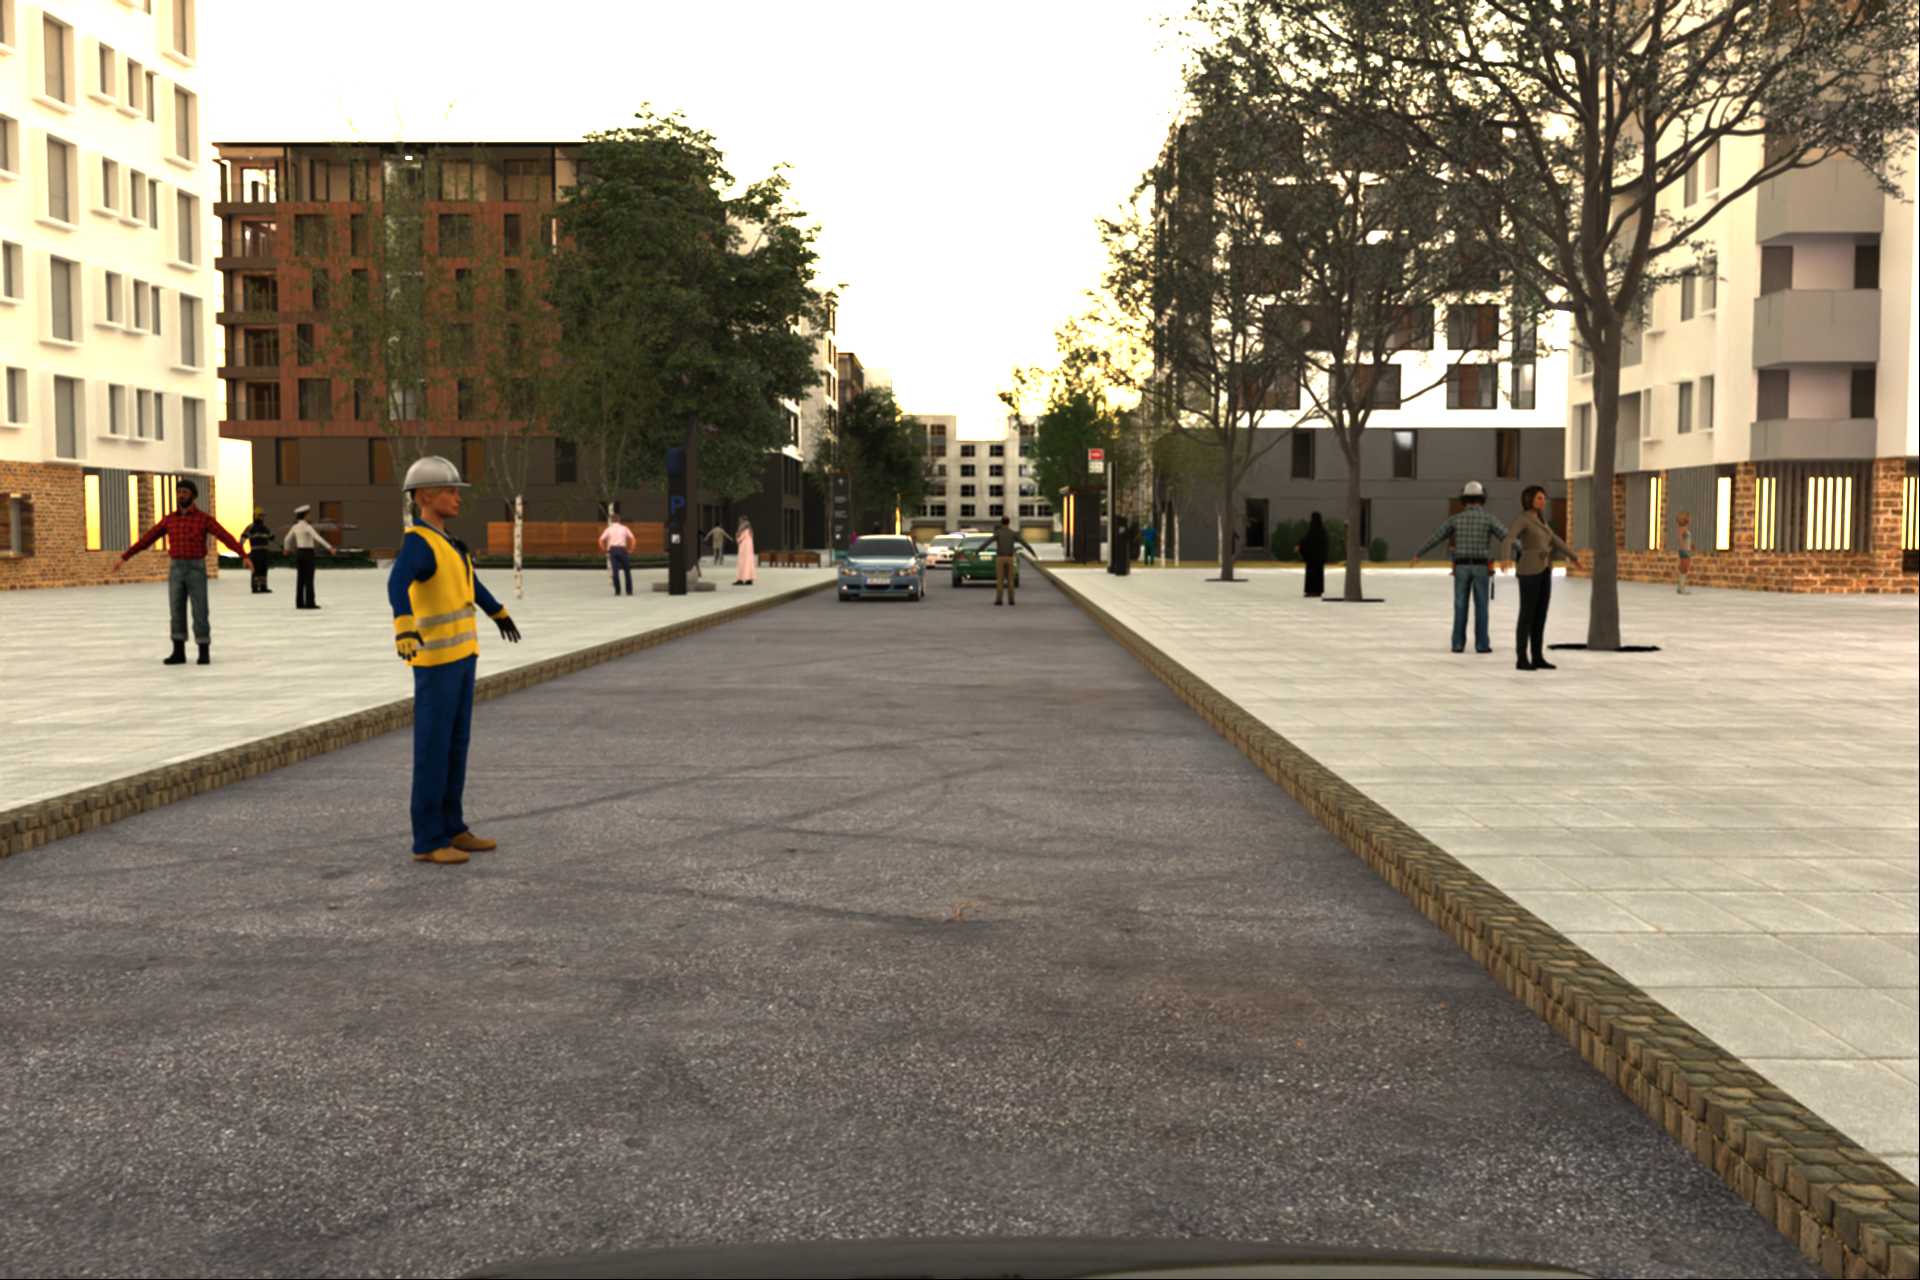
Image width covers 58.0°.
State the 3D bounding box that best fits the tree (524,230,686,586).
[{"bbox_3d":[-8.521,-5.604,41.989,4.360,8.622,3.978,0,3,0],"label":"tree"}]

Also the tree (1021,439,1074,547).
[{"bbox_3d":[9.998,-14.873,168.936,9.928,11.665,9.643,0,3,0],"label":"tree"}]

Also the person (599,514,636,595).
[{"bbox_3d":[-7.170,-1.794,36.310,0.756,1.711,0.436,0,4,-4],"label":"person"}]

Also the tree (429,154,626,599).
[{"bbox_3d":[-8.768,-5.106,33.842,4.360,8.622,3.978,0,3,0],"label":"tree"}]

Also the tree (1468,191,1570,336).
[{"bbox_3d":[27.493,-13.247,72.470,12.611,20.169,13.585,0,3,0],"label":"tree"}]

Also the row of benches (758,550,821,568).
[{"bbox_3d":[-6.618,-3.169,67.276,1.422,0.672,4.104,-2,4,-34],"label":"row of benches"}]

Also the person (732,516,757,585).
[{"bbox_3d":[-5.446,-2.260,43.659,0.621,1.740,0.551,0,4,-7],"label":"person"}]

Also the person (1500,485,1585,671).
[{"bbox_3d":[5.489,-0.588,16.370,1.215,1.744,0.721,-3,4,-36],"label":"person"}]

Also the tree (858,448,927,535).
[{"bbox_3d":[-6.370,-13.374,153.083,7.601,10.594,8.767,1,4,13],"label":"tree"}]

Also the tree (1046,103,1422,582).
[{"bbox_3d":[7.412,-8.349,46.880,12.009,13.543,11.850,0,3,0],"label":"tree"}]

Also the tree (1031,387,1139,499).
[{"bbox_3d":[8.776,-11.906,120.411,9.928,11.665,9.643,0,3,0],"label":"tree"}]

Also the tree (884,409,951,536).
[{"bbox_3d":[-5.776,-15.821,169.043,12.009,13.543,11.850,0,3,0],"label":"tree"}]

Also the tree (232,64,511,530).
[{"bbox_3d":[-8.598,-4.719,27.519,4.360,8.622,3.978,0,3,0],"label":"tree"}]

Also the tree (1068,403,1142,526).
[{"bbox_3d":[8.174,-8.797,94.190,4.360,8.622,3.978,0,3,0],"label":"tree"}]

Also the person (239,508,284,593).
[{"bbox_3d":[-15.234,-1.953,37.695,0.704,1.858,1.351,1,4,22],"label":"person"}]

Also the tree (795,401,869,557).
[{"bbox_3d":[-7.190,-8.911,96.052,4.360,8.622,3.978,0,3,0],"label":"tree"}]

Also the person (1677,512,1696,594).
[{"bbox_3d":[15.525,-1.855,36.933,0.721,1.753,1.214,2,4,32],"label":"person"}]

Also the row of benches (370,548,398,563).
[{"bbox_3d":[-24.449,-3.801,77.611,4.104,0.672,1.422,0,4,0],"label":"row of benches"}]

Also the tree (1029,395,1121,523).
[{"bbox_3d":[9.530,-13.618,140.784,7.486,12.596,7.792,0,3,0],"label":"tree"}]

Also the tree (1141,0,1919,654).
[{"bbox_3d":[7.108,-6.640,18.939,12.009,13.543,11.850,0,3,0],"label":"tree"}]

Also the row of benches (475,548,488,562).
[{"bbox_3d":[-20.349,-3.958,80.180,4.104,0.672,1.422,-2,4,-35],"label":"row of benches"}]

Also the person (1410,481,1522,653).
[{"bbox_3d":[5.549,-0.790,18.752,1.345,1.849,0.704,1,4,23],"label":"person"}]

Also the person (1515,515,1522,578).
[{"bbox_3d":[16.545,-2.756,50.922,0.704,1.845,1.351,-1,4,-12],"label":"person"}]

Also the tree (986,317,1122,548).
[{"bbox_3d":[8.580,-18.138,152.440,12.611,20.169,13.585,0,3,0],"label":"tree"}]

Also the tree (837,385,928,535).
[{"bbox_3d":[-6.282,-13.121,132.660,7.486,12.596,7.792,0,3,0],"label":"tree"}]

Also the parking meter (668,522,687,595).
[{"bbox_3d":[-5.950,-1.716,36.469,0.372,1.533,0.369,0,3,0],"label":"parking meter"}]

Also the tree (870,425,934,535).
[{"bbox_3d":[-5.648,-12.770,143.208,7.601,10.594,8.767,-1,4,-21],"label":"tree"}]

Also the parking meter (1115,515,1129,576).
[{"bbox_3d":[5.001,-2.920,53.448,0.399,1.863,0.255,0,4,1],"label":"parking meter"}]

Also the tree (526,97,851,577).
[{"bbox_3d":[-8.062,-8.832,51.062,9.857,13.997,8.962,0,3,0],"label":"tree"}]

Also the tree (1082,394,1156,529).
[{"bbox_3d":[8.268,-8.553,90.197,4.360,8.622,3.978,0,3,0],"label":"tree"}]

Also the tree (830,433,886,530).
[{"bbox_3d":[-7.354,-10.220,117.465,4.360,8.622,3.978,0,3,0],"label":"tree"}]

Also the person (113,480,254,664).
[{"bbox_3d":[-7.624,-0.671,17.081,1.345,1.816,0.704,0,4,-3],"label":"person"}]

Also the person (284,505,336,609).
[{"bbox_3d":[-11.204,-1.427,29.790,1.216,1.778,0.721,2,4,28],"label":"person"}]

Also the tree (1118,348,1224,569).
[{"bbox_3d":[7.366,-6.954,64.062,4.360,8.622,3.978,0,3,0],"label":"tree"}]

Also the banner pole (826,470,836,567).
[{"bbox_3d":[-5.035,-4.752,67.718,0.401,3.779,0.863,0,4,1],"label":"banner pole"}]

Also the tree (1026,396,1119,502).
[{"bbox_3d":[8.874,-12.513,130.351,9.928,11.665,9.643,0,3,0],"label":"tree"}]

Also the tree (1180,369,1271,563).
[{"bbox_3d":[11.599,-7.754,77.148,4.360,8.622,3.978,0,3,0],"label":"tree"}]

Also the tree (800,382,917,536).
[{"bbox_3d":[-6.134,-10.472,105.632,7.601,10.594,8.767,-1,4,-17],"label":"tree"}]

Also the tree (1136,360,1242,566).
[{"bbox_3d":[8.701,-7.357,70.642,4.360,8.622,3.978,0,3,0],"label":"tree"}]

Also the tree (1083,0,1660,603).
[{"bbox_3d":[7.423,-7.466,32.436,12.009,13.543,11.850,0,3,0],"label":"tree"}]
